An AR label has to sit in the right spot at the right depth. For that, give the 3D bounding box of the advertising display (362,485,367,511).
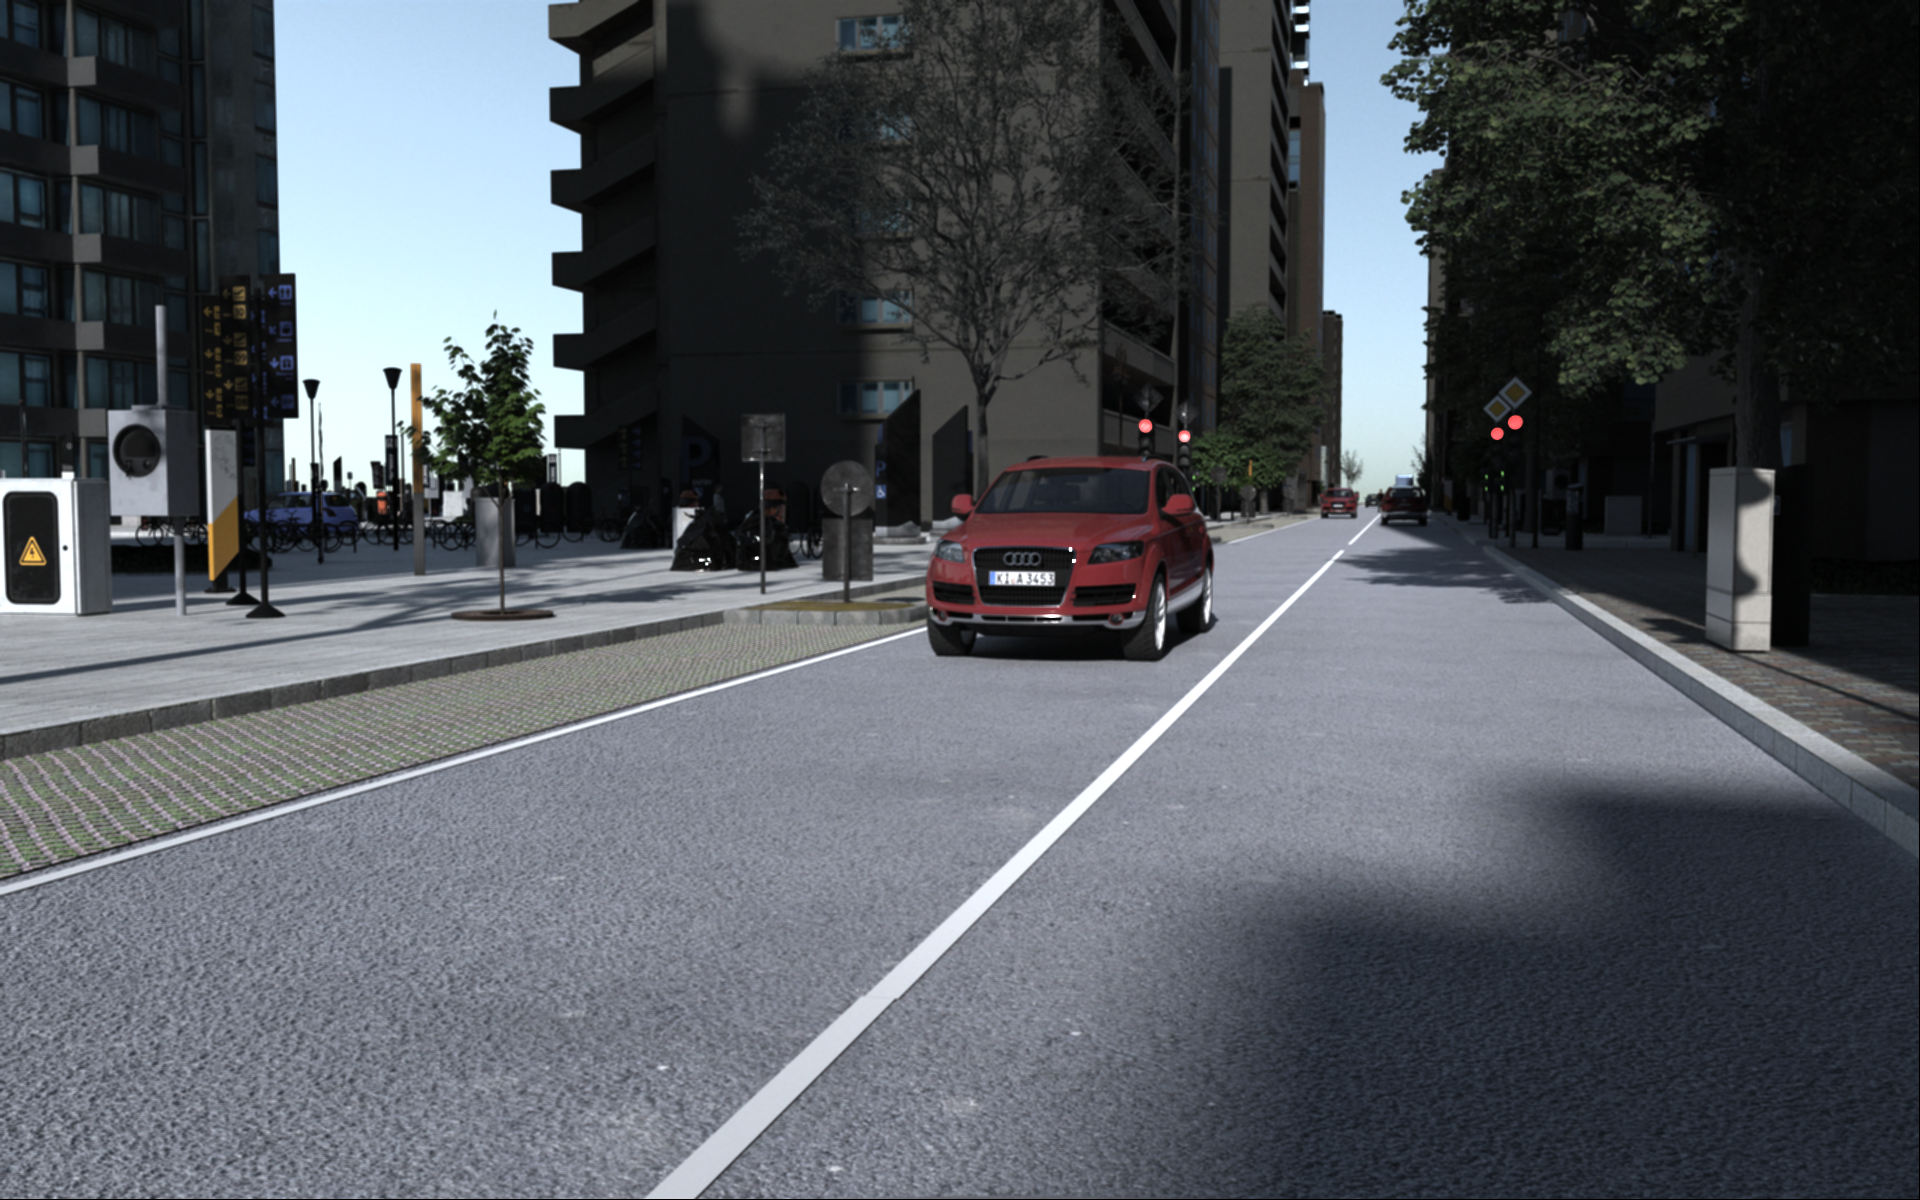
[{"bbox_3d":[-44.245,-7.521,128.187,0.123,1.923,0.974,1,4,13],"label":"advertising display"}]

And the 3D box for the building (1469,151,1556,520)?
[{"bbox_3d":[43.189,-15.376,96.442,27.650,21.520,28.899,1,4,14],"label":"building"}]

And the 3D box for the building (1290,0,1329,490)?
[{"bbox_3d":[41.921,-57.145,246.992,22.319,86.520,31.000,1,4,14],"label":"building"}]

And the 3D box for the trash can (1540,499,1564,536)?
[{"bbox_3d":[18.271,-2.560,53.517,0.748,1.137,0.748,0,3,0],"label":"trash can"}]

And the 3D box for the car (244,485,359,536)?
[{"bbox_3d":[-20.455,-2.674,53.309,3.694,1.707,1.945,1,4,13],"label":"car"}]

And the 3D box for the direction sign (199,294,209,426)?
[{"bbox_3d":[-8.337,-1.715,20.042,0.379,3.537,0.876,3,4,36],"label":"direction sign"}]

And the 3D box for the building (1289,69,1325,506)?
[{"bbox_3d":[32.045,-32.894,187.931,14.600,45.320,14.200,1,4,14],"label":"building"}]

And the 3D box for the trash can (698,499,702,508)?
[{"bbox_3d":[-8.649,-2.702,55.830,0.748,1.137,0.748,0,3,0],"label":"trash can"}]

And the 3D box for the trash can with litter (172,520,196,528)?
[{"bbox_3d":[-29.286,-3.290,65.180,0.624,1.170,1.055,1,4,19],"label":"trash can with litter"}]

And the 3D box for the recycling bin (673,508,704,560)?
[{"bbox_3d":[-4.882,-1.180,31.845,0.722,1.027,0.722,-1,4,-16],"label":"recycling bin"}]

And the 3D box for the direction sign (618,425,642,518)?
[{"bbox_3d":[-10.834,-3.970,56.903,0.876,3.537,0.379,1,4,21],"label":"direction sign"}]

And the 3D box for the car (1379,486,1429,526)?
[{"bbox_3d":[20.570,-4.378,80.256,2.281,1.827,5.304,1,4,14],"label":"car"}]

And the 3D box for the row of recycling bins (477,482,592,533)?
[{"bbox_3d":[-14.049,-3.087,57.586,3.534,1.692,1.069,-2,4,-24],"label":"row of recycling bins"}]

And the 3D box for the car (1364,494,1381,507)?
[{"bbox_3d":[44.727,-10.854,187.244,2.009,1.686,4.222,1,4,14],"label":"car"}]

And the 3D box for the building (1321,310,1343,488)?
[{"bbox_3d":[51.950,-30.439,269.385,14.160,30.474,14.107,1,4,14],"label":"building"}]

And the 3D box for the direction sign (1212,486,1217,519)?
[{"bbox_3d":[13.091,-5.905,88.546,0.379,3.537,0.876,1,4,22],"label":"direction sign"}]

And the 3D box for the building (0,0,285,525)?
[{"bbox_3d":[-47.847,-27.951,76.606,30.456,49.044,23.786,1,4,14],"label":"building"}]

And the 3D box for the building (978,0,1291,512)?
[{"bbox_3d":[14.572,-31.420,137.424,21.300,48.544,21.600,1,4,14],"label":"building"}]

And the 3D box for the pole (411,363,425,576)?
[{"bbox_3d":[-8.505,-2.039,27.174,0.158,3.312,0.155,0,3,0],"label":"pole"}]

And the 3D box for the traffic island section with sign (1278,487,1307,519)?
[{"bbox_3d":[18.973,-5.569,99.689,1.989,1.847,2.006,1,4,14],"label":"traffic island section with sign"}]

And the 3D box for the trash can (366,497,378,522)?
[{"bbox_3d":[-27.328,-4.225,80.732,0.748,1.137,0.748,0,3,0],"label":"trash can"}]

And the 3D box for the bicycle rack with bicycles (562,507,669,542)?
[{"bbox_3d":[-9.004,-2.054,46.958,2.925,0.926,2.852,0,4,7],"label":"bicycle rack with bicycles"}]

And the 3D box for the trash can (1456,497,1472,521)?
[{"bbox_3d":[24.154,-4.366,83.038,0.748,1.137,0.748,0,3,0],"label":"trash can"}]

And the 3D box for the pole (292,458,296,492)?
[{"bbox_3d":[-37.521,-6.344,97.565,0.158,3.312,0.155,0,3,0],"label":"pole"}]

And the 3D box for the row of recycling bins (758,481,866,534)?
[{"bbox_3d":[-4.838,-3.036,56.759,3.534,1.692,1.069,-1,4,-11],"label":"row of recycling bins"}]

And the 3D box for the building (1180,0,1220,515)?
[{"bbox_3d":[7.171,-27.480,99.414,14.600,45.320,14.200,1,4,14],"label":"building"}]

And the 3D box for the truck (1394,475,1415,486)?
[{"bbox_3d":[60.728,-15.109,236.795,2.967,4.110,18.799,1,4,15],"label":"truck"}]

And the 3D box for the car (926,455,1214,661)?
[{"bbox_3d":[1.201,-0.491,16.696,2.281,1.827,5.304,1,4,15],"label":"car"}]

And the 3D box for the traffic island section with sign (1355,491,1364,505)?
[{"bbox_3d":[58.402,-15.037,254.489,1.989,1.847,2.006,1,4,14],"label":"traffic island section with sign"}]

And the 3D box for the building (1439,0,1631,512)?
[{"bbox_3d":[51.247,-30.976,156.569,14.600,45.320,14.200,1,4,14],"label":"building"}]

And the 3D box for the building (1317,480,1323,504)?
[{"bbox_3d":[30.348,-32.486,223.025,32.217,40.220,23.993,1,4,14],"label":"building"}]

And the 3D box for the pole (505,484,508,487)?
[{"bbox_3d":[-20.374,-5.130,77.712,0.158,3.312,0.155,0,3,0],"label":"pole"}]

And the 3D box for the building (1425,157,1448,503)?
[{"bbox_3d":[76.618,-37.846,242.476,21.300,48.544,21.600,1,4,14],"label":"building"}]

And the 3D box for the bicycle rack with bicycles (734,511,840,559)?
[{"bbox_3d":[-3.214,-1.372,35.818,2.852,0.926,2.925,2,4,28],"label":"bicycle rack with bicycles"}]

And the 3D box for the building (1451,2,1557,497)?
[{"bbox_3d":[50.107,-29.349,134.475,22.147,44.769,28.867,1,4,14],"label":"building"}]

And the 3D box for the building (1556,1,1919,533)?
[{"bbox_3d":[31.441,-25.575,68.265,14.600,45.320,14.200,1,4,14],"label":"building"}]

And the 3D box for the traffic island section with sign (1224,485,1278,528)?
[{"bbox_3d":[12.270,-3.963,73.420,1.989,1.847,2.006,1,4,14],"label":"traffic island section with sign"}]

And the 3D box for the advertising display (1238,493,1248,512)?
[{"bbox_3d":[20.133,-7.183,122.654,0.974,1.923,0.123,3,4,39],"label":"advertising display"}]

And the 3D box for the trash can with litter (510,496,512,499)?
[{"bbox_3d":[-29.514,-6.251,113.259,2.233,1.210,1.678,-1,4,-9],"label":"trash can with litter"}]

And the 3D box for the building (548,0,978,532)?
[{"bbox_3d":[-3.259,-27.176,68.023,21.300,48.544,21.600,1,4,14],"label":"building"}]

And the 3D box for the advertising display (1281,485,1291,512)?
[{"bbox_3d":[23.454,-7.297,124.527,0.974,1.923,0.123,-3,5,-41],"label":"advertising display"}]

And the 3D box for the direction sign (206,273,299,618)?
[{"bbox_3d":[-7.243,-1.587,17.949,0.876,3.537,0.379,1,4,13],"label":"direction sign"}]

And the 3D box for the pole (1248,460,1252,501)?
[{"bbox_3d":[17.263,-6.684,103.134,0.158,3.312,0.155,0,3,0],"label":"pole"}]

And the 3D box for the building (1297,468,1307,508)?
[{"bbox_3d":[24.024,-44.828,171.193,20.563,71.187,20.611,1,4,14],"label":"building"}]

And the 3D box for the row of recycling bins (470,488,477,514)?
[{"bbox_3d":[-25.937,-5.367,94.858,1.069,1.692,3.534,0,4,1],"label":"row of recycling bins"}]

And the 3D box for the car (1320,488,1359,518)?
[{"bbox_3d":[22.702,-5.806,103.603,2.281,1.827,5.304,1,4,14],"label":"car"}]

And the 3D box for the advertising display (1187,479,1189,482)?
[{"bbox_3d":[8.613,-3.730,66.196,0.123,1.923,0.974,1,4,20],"label":"advertising display"}]

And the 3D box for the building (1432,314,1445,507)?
[{"bbox_3d":[63.086,-20.325,177.346,27.650,21.520,28.899,1,4,14],"label":"building"}]

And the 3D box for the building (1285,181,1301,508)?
[{"bbox_3d":[22.770,-23.436,154.876,14.160,30.474,14.107,1,4,14],"label":"building"}]

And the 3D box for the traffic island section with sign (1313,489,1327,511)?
[{"bbox_3d":[31.084,-8.477,147.227,1.989,1.847,2.006,1,4,14],"label":"traffic island section with sign"}]

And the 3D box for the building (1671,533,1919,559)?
[{"bbox_3d":[20.934,-23.241,30.103,14.600,45.320,14.200,1,4,14],"label":"building"}]

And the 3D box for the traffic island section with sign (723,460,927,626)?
[{"bbox_3d":[-1.416,-0.678,19.715,1.989,1.847,2.006,1,4,14],"label":"traffic island section with sign"}]
